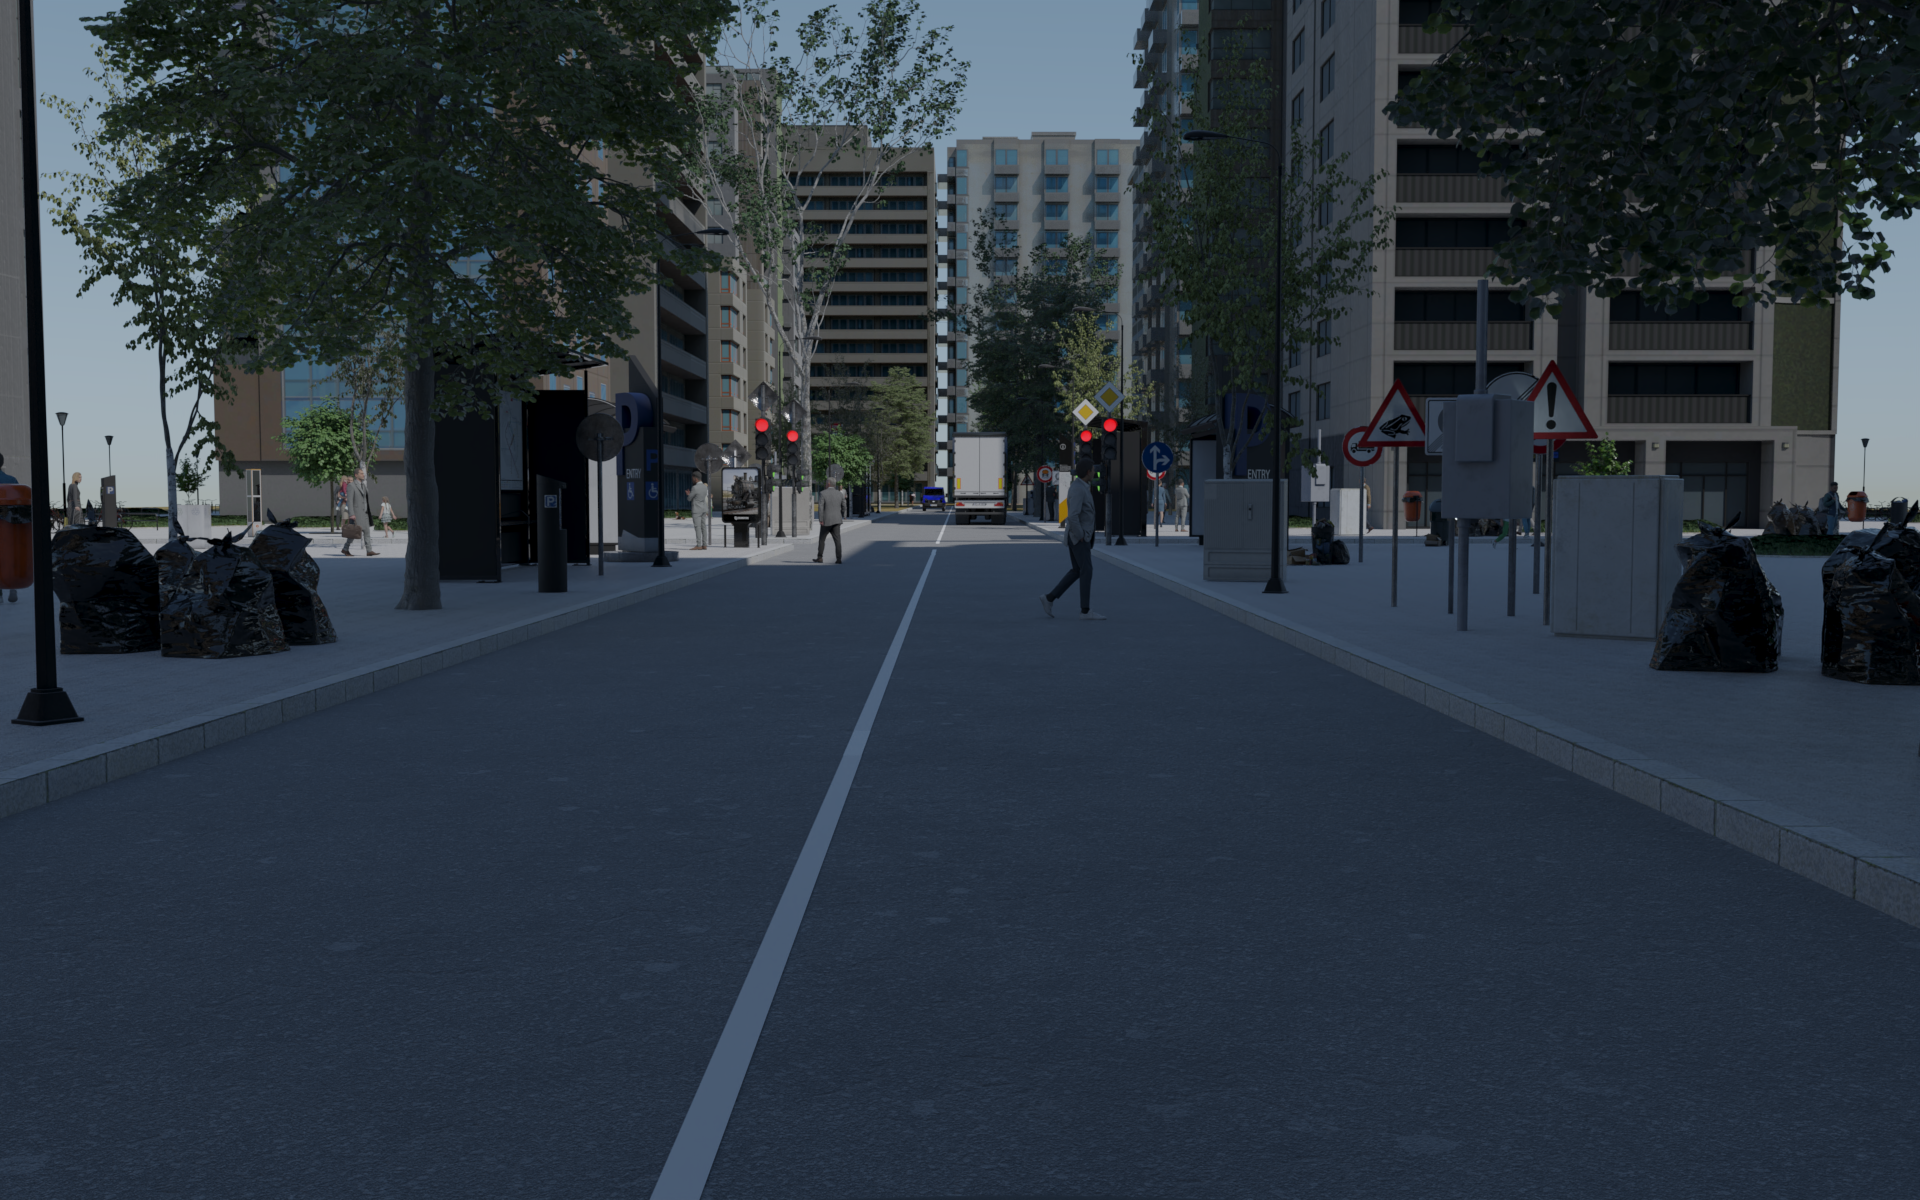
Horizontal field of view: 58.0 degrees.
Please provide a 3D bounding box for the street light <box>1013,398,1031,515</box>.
[{"bbox_3d":[3.430,-6.787,83.501,1.470,5.913,1.316,0,3,0],"label":"street light"}]

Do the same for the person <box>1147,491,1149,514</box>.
[{"bbox_3d":[12.131,-6.580,113.828,0.583,1.804,0.606,-1,4,-12],"label":"person"}]

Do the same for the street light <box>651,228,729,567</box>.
[{"bbox_3d":[-4.728,-3.538,30.389,1.470,5.913,1.316,0,3,0],"label":"street light"}]

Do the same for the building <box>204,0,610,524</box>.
[{"bbox_3d":[-24.539,-26.253,79.342,14.600,45.320,14.200,0,3,0],"label":"building"}]

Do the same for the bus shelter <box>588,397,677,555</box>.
[{"bbox_3d":[-7.808,-2.754,38.957,2.014,3.302,5.546,0,3,0],"label":"bus shelter"}]

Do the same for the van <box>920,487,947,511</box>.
[{"bbox_3d":[-2.171,-8.566,144.442,2.240,2.365,5.245,0,4,0],"label":"van"}]

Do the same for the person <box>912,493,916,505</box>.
[{"bbox_3d":[-5.309,-11.511,197.440,0.628,1.438,0.799,-1,4,-11],"label":"person"}]

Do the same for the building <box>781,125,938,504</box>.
[{"bbox_3d":[-13.779,-37.118,230.582,21.600,48.544,21.300,0,3,0],"label":"building"}]

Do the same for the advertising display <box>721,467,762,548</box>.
[{"bbox_3d":[-5.216,-2.209,41.328,0.974,1.923,0.123,1,4,14],"label":"advertising display"}]

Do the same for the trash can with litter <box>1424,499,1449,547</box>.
[{"bbox_3d":[11.790,-1.907,42.559,0.624,1.170,1.055,2,4,30],"label":"trash can with litter"}]

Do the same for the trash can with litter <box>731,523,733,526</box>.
[{"bbox_3d":[-8.752,-3.561,69.617,0.624,1.170,1.055,1,4,21],"label":"trash can with litter"}]

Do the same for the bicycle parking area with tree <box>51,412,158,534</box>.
[{"bbox_3d":[-32.159,-4.356,58.226,9.016,4.147,8.231,2,4,27],"label":"bicycle parking area with tree"}]

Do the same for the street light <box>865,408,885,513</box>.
[{"bbox_3d":[-4.806,-7.388,93.333,1.470,5.913,1.316,0,3,0],"label":"street light"}]

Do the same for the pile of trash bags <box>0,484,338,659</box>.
[{"bbox_3d":[-7.029,-0.303,14.710,3.447,1.369,1.912,1,4,19],"label":"pile of trash bags"}]

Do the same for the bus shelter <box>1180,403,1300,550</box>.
[{"bbox_3d":[6.527,-2.867,40.805,2.014,3.302,5.546,0,3,0],"label":"bus shelter"}]

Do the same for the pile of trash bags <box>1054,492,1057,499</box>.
[{"bbox_3d":[6.152,-4.660,85.951,3.447,1.369,1.912,-1,4,-11],"label":"pile of trash bags"}]

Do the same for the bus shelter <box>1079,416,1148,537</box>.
[{"bbox_3d":[4.853,-3.895,54.964,1.731,3.624,6.357,0,3,0],"label":"bus shelter"}]

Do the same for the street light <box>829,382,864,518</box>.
[{"bbox_3d":[-4.875,-6.080,71.941,1.470,5.913,1.316,0,3,0],"label":"street light"}]

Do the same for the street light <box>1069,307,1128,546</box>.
[{"bbox_3d":[3.485,-4.317,43.117,1.470,5.913,1.316,0,3,0],"label":"street light"}]

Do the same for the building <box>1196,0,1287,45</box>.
[{"bbox_3d":[19.916,-19.860,96.405,14.160,30.474,14.107,0,3,0],"label":"building"}]

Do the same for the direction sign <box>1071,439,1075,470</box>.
[{"bbox_3d":[4.676,-4.878,71.755,0.379,3.537,0.876,1,4,13],"label":"direction sign"}]

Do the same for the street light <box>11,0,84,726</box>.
[{"bbox_3d":[-4.588,-2.264,9.553,1.470,5.913,1.316,0,3,0],"label":"street light"}]

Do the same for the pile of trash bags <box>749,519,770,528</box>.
[{"bbox_3d":[-7.276,-3.452,66.193,1.912,1.369,3.447,2,4,25],"label":"pile of trash bags"}]

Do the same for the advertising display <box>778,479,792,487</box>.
[{"bbox_3d":[-7.514,-4.254,74.766,0.123,1.923,0.974,-3,5,-44],"label":"advertising display"}]

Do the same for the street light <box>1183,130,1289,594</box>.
[{"bbox_3d":[3.547,-3.042,22.281,1.470,5.913,1.316,0,3,0],"label":"street light"}]

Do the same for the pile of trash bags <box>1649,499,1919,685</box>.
[{"bbox_3d":[6.681,-0.157,12.312,3.447,1.369,1.912,3,5,44],"label":"pile of trash bags"}]

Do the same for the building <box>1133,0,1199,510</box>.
[{"bbox_3d":[26.961,-32.534,151.542,23.786,49.044,30.456,0,3,0],"label":"building"}]

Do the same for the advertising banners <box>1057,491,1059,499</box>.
[{"bbox_3d":[4.947,-5.362,83.852,0.090,3.025,2.074,-1,4,-11],"label":"advertising banners"}]

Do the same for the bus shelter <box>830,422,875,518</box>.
[{"bbox_3d":[-6.162,-7.420,98.949,2.179,5.291,8.768,0,3,0],"label":"bus shelter"}]

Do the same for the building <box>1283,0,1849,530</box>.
[{"bbox_3d":[25.573,-38.671,70.521,20.611,71.187,20.563,0,3,0],"label":"building"}]

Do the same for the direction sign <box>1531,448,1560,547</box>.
[{"bbox_3d":[14.155,-3.074,42.253,0.876,3.537,0.379,1,4,12],"label":"direction sign"}]

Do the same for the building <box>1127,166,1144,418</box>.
[{"bbox_3d":[30.678,-29.793,178.990,32.217,40.220,23.993,0,3,0],"label":"building"}]

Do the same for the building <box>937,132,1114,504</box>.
[{"bbox_3d":[12.248,-37.432,231.618,30.456,49.044,23.786,0,3,0],"label":"building"}]

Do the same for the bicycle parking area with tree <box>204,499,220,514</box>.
[{"bbox_3d":[-48.244,-7.886,115.930,8.231,4.147,9.016,-1,4,-18],"label":"bicycle parking area with tree"}]

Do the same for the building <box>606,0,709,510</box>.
[{"bbox_3d":[-27.694,-29.508,106.153,21.300,48.544,21.600,0,3,0],"label":"building"}]

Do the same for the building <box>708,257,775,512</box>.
[{"bbox_3d":[-30.384,-18.089,140.802,27.650,21.520,28.899,0,3,0],"label":"building"}]

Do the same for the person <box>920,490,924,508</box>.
[{"bbox_3d":[-3.874,-10.552,181.041,0.705,1.823,1.348,-1,4,-20],"label":"person"}]

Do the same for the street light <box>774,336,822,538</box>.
[{"bbox_3d":[-4.757,-4.799,51.004,1.470,5.913,1.316,0,3,0],"label":"street light"}]

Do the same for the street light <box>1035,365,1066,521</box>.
[{"bbox_3d":[3.514,-5.486,62.234,1.470,5.913,1.316,0,3,0],"label":"street light"}]

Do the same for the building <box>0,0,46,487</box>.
[{"bbox_3d":[-46.886,-23.520,68.150,14.086,41.232,14.154,0,3,0],"label":"building"}]

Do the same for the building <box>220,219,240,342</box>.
[{"bbox_3d":[-68.470,-25.195,183.640,14.107,30.474,14.160,0,3,0],"label":"building"}]

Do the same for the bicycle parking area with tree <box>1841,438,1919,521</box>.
[{"bbox_3d":[44.407,-6.144,87.451,8.231,4.147,9.016,-2,4,-27],"label":"bicycle parking area with tree"}]

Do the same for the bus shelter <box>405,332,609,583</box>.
[{"bbox_3d":[-7.142,-2.244,27.973,1.731,3.624,6.357,0,3,0],"label":"bus shelter"}]

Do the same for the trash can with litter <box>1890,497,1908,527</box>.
[{"bbox_3d":[23.263,-1.907,42.231,2.233,1.210,1.678,-2,4,-23],"label":"trash can with litter"}]

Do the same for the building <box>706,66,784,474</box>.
[{"bbox_3d":[-24.208,-29.240,161.662,14.154,41.232,14.086,0,3,0],"label":"building"}]

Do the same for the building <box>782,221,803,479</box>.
[{"bbox_3d":[-23.844,-25.200,183.717,14.107,30.474,14.160,0,3,0],"label":"building"}]

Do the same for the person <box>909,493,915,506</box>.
[{"bbox_3d":[-5.473,-11.227,192.867,1.065,1.426,0.557,3,4,37],"label":"person"}]

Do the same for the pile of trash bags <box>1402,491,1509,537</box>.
[{"bbox_3d":[14.994,-2.622,52.621,3.447,1.369,1.912,-1,4,-17],"label":"pile of trash bags"}]
